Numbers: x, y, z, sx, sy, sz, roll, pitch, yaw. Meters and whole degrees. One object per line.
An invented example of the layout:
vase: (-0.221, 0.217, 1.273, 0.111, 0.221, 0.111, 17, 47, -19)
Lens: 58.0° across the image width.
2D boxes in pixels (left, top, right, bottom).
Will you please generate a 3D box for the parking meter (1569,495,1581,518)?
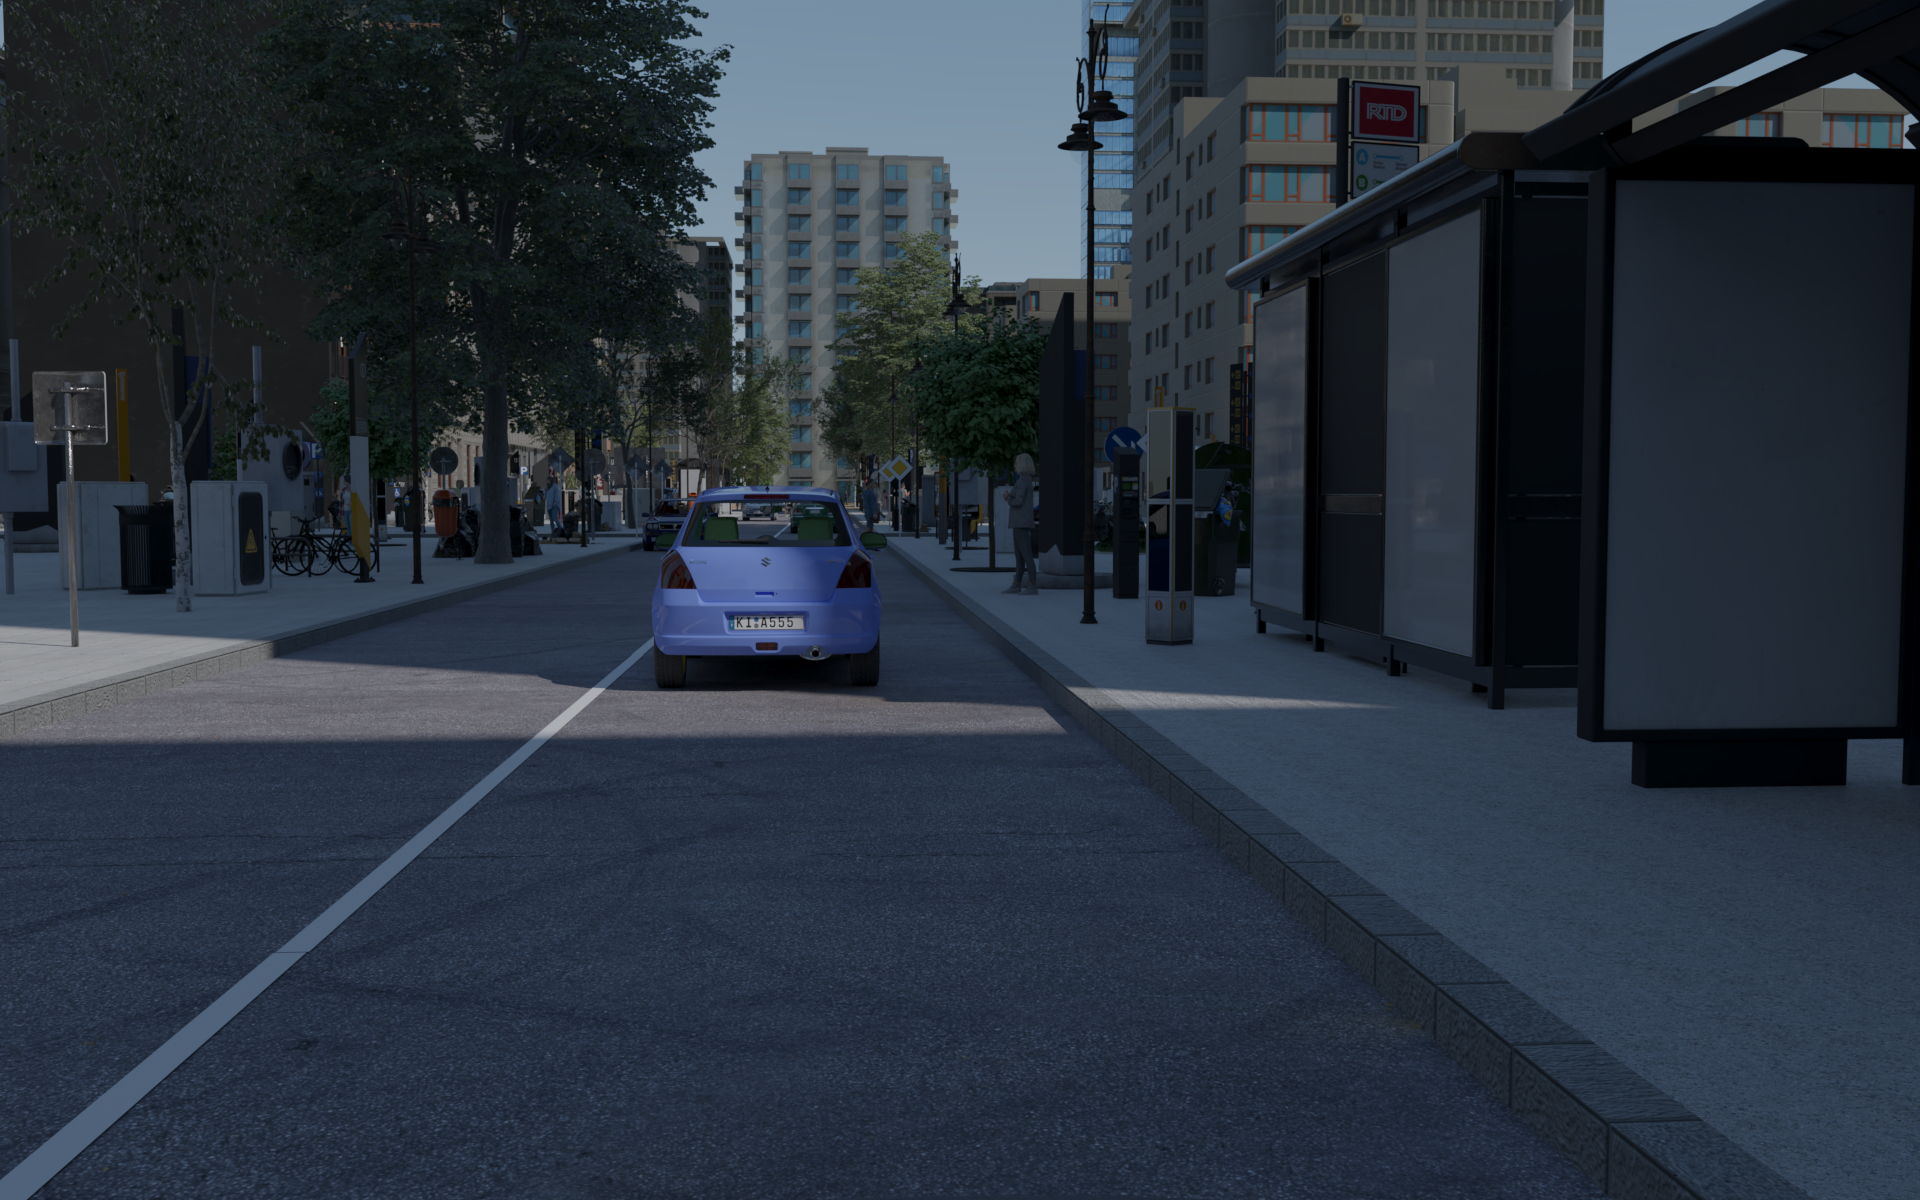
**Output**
parking meter: (6.000, -0.654, 16.401, 0.399, 1.863, 0.255, 0, 4, -8)

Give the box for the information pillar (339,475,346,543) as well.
information pillar: (-16.041, -3.308, 45.441, 0.504, 3.616, 0.183, 1, 4, 10)

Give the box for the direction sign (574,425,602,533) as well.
direction sign: (-12.154, -3.958, 56.712, 0.876, 3.537, 0.379, -1, 4, -8)

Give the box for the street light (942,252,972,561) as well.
street light: (-0.070, -3.704, 33.342, 0.468, 5.910, 1.993, 0, 4, -4)

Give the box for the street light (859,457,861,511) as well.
street light: (-7.623, -9.740, 132.040, 0.468, 5.910, 1.993, 0, 4, -4)

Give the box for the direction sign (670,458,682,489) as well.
direction sign: (-17.984, -7.211, 109.904, 0.876, 3.537, 0.379, -3, 5, -40)

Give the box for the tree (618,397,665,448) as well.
tree: (-23.339, -10.733, 125.854, 4.737, 8.622, 4.395, 0, 3, 0)

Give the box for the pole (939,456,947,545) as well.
pole: (-0.440, -3.064, 43.946, 0.158, 3.312, 0.155, 0, 3, 0)

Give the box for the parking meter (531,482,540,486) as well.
parking meter: (-19.783, -4.585, 80.674, 0.399, 1.863, 0.255, 1, 4, 18)

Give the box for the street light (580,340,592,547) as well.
street light: (-9.078, -4.210, 41.619, 0.468, 5.910, 1.993, 0, 4, -4)

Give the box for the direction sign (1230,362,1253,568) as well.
direction sign: (4.916, -2.320, 29.929, 0.379, 3.537, 0.876, -2, 4, -26)

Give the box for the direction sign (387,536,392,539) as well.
direction sign: (-16.277, -3.480, 48.902, 0.379, 3.537, 0.876, 2, 4, 25)

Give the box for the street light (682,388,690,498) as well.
street light: (-11.684, -6.206, 74.260, 0.468, 5.910, 1.993, 0, 4, -4)

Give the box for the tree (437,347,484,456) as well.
tree: (-22.821, -7.587, 74.413, 4.360, 8.622, 3.978, 0, 3, 0)

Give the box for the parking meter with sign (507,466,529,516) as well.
parking meter with sign: (-18.762, -4.648, 72.255, 0.543, 3.016, 1.738, 1, 4, 14)

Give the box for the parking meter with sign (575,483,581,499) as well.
parking meter with sign: (-26.449, -7.598, 120.482, 0.543, 3.016, 1.738, -2, 4, -32)

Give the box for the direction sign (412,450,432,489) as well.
direction sign: (-25.340, -5.478, 81.557, 0.876, 3.537, 0.379, -1, 4, -14)

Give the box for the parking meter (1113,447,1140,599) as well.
parking meter: (2.042, -0.952, 21.280, 0.255, 1.863, 0.399, -1, 4, -9)

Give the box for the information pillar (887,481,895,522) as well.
information pillar: (-3.218, -4.679, 80.991, 0.304, 2.012, 0.304, -1, 4, -16)

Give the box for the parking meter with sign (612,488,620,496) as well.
parking meter with sign: (-25.948, -8.231, 130.837, 0.543, 3.016, 1.738, 0, 4, 8)

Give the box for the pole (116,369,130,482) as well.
pole: (-13.654, -2.107, 28.297, 0.158, 3.312, 0.155, 0, 3, 0)

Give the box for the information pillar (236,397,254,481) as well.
information pillar: (-16.953, -3.053, 41.264, 0.504, 3.616, 0.183, -3, 5, -42)

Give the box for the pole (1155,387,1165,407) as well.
pole: (3.797, -2.398, 33.045, 0.158, 3.312, 0.155, 0, 3, 0)

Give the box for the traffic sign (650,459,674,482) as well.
traffic sign: (-9.924, -3.393, 57.667, 0.795, 2.593, 0.064, 0, 4, -4)

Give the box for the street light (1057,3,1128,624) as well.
street light: (1.279, -2.705, 17.007, 0.468, 5.910, 1.993, 0, 4, -4)

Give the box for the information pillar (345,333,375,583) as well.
information pillar: (-8.661, -2.058, 24.996, 0.183, 3.616, 0.504, 0, 4, 2)

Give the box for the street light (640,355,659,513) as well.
street light: (-10.338, -5.200, 57.812, 0.468, 5.910, 1.993, 0, 4, -4)

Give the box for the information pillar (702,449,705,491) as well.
information pillar: (-13.321, -6.031, 89.960, 0.183, 3.616, 0.504, 0, 4, 4)

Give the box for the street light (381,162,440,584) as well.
street light: (-7.760, -3.169, 24.603, 0.468, 5.910, 1.993, 0, 4, -4)

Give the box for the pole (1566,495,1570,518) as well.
pole: (8.816, -1.896, 24.837, 0.158, 3.312, 0.155, 0, 3, 0)

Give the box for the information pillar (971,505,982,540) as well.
information pillar: (0.443, -3.524, 48.978, 0.183, 3.616, 0.504, 3, 5, 40)

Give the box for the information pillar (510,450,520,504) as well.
information pillar: (-23.473, -6.117, 91.368, 0.504, 3.616, 0.183, -2, 4, -32)

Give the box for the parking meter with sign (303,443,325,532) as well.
parking meter with sign: (-22.005, -3.772, 57.939, 0.543, 3.016, 1.738, 1, 4, 17)

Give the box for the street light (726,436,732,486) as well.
street light: (-14.305, -8.253, 107.723, 0.468, 5.910, 1.993, 0, 4, -4)

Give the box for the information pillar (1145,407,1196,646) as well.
information pillar: (1.793, -0.628, 14.765, 0.304, 2.012, 0.304, -3, 5, -44)

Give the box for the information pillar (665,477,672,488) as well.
information pillar: (-12.863, -4.386, 76.202, 0.304, 2.012, 0.304, -1, 4, -21)

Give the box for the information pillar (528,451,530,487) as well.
information pillar: (-23.325, -6.268, 93.840, 0.183, 3.616, 0.504, -1, 4, -12)

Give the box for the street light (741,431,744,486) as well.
street light: (-15.651, -9.282, 124.546, 0.468, 5.910, 1.993, 0, 4, -4)

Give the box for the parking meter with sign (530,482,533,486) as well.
parking meter with sign: (-26.984, -6.838, 108.061, 0.543, 3.016, 1.738, -2, 4, -29)

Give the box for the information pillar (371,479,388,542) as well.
information pillar: (-15.531, -2.559, 46.326, 0.304, 2.012, 0.304, -3, 4, -38)

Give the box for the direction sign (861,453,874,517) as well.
direction sign: (-5.133, -6.360, 95.984, 0.876, 3.537, 0.379, 2, 4, 35)

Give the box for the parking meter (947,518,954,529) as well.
parking meter: (-0.352, -3.339, 63.001, 0.372, 1.533, 0.369, 0, 3, 0)

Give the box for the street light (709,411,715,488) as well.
street light: (-12.962, -7.201, 90.528, 0.468, 5.910, 1.993, 0, 4, -4)

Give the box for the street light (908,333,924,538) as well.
street light: (-1.231, -4.717, 49.917, 0.468, 5.910, 1.993, 0, 4, -4)

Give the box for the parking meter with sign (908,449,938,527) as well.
parking meter with sign: (-1.104, -4.332, 67.085, 1.738, 3.016, 0.543, 1, 4, 9)

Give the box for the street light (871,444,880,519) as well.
street light: (-3.870, -6.702, 82.365, 0.468, 5.910, 1.993, 0, 4, -4)

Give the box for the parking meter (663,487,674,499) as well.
parking meter: (-10.396, -3.265, 61.795, 0.372, 1.533, 0.369, 0, 3, 0)

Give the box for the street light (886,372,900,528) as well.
street light: (-2.535, -5.677, 65.604, 0.468, 5.910, 1.993, 0, 4, -4)
